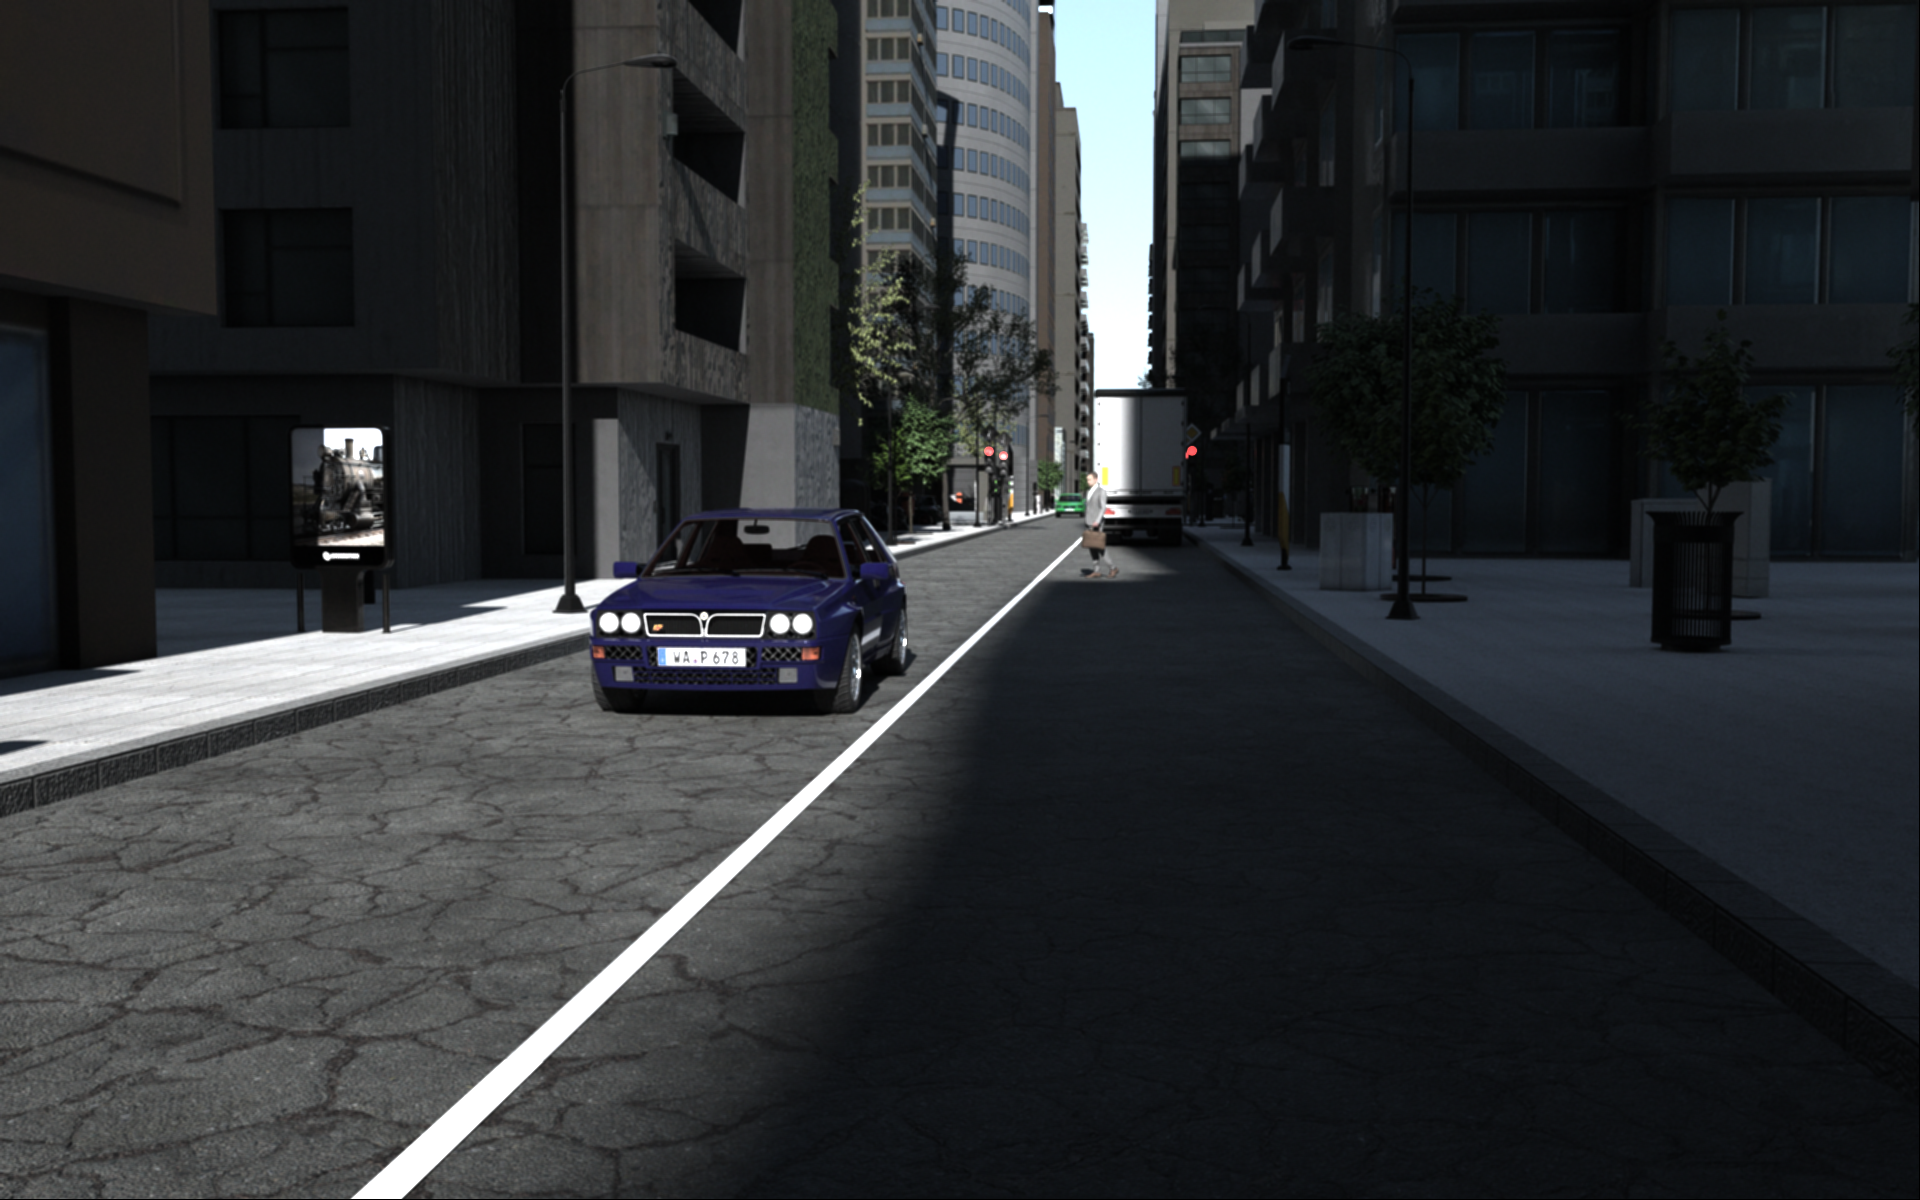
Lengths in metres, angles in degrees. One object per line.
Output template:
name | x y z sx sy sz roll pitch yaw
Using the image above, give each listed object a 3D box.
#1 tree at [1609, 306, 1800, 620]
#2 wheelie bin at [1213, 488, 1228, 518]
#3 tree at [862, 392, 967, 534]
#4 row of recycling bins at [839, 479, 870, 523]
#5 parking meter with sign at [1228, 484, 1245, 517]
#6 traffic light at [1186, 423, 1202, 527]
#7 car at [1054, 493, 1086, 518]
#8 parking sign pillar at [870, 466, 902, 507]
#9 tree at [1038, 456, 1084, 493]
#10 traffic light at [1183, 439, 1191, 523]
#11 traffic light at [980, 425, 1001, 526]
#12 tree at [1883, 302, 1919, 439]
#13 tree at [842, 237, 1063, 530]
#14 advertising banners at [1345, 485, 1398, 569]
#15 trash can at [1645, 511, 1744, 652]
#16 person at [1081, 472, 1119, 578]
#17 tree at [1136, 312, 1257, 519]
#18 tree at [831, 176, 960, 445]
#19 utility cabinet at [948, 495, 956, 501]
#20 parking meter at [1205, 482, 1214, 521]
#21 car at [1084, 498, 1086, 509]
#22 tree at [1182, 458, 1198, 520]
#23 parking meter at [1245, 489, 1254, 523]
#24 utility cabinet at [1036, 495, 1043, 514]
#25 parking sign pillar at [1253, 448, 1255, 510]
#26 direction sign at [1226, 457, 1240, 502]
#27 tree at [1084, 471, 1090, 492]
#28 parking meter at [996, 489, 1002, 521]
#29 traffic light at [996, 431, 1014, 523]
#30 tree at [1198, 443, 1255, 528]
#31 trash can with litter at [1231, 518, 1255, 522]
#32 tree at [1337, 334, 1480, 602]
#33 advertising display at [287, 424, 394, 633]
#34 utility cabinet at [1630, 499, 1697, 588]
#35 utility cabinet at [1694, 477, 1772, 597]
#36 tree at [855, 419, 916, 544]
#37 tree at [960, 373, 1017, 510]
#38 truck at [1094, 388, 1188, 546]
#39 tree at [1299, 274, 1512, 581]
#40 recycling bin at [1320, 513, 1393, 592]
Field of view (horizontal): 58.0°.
tree | 7.830 -1.423 17.876 1.663 3.219 1.824 0 3 0
wheelie bin | 13.800 -5.153 92.157 0.980 1.594 0.693 2 4 32
tree | -1.494 -4.396 55.583 4.285 4.588 4.351 0 3 0
row of recycling bins | -3.066 -2.544 48.706 1.069 1.692 3.534 0 3 0
parking meter with sign | 15.676 -6.078 95.637 1.738 3.016 0.543 2 4 31
traffic light | 9.122 -4.858 68.345 0.839 4.253 0.868 0 4 6
car | 6.802 -5.988 106.706 1.959 1.807 4.718 0 4 5
parking sign pillar | -2.869 -4.880 68.264 1.447 3.967 1.447 0 4 8
tree | 7.336 -9.944 146.295 4.285 4.588 4.351 0 3 0
traffic light | 9.899 -5.344 76.292 0.839 4.253 0.868 0 4 6
traffic light | 1.197 -4.904 69.101 0.839 4.253 0.868 0 4 6
tree | 13.692 -2.351 22.159 4.285 4.588 4.351 0 3 0
tree | -0.407 -7.811 62.129 8.767 10.594 7.601 1 4 9
advertising banners | 7.243 -2.031 29.390 2.074 3.025 0.090 -3 4 -38
trash can | 6.010 -0.157 14.215 0.748 1.137 0.748 0 3 0
person | 2.307 -1.284 29.612 0.853 1.813 0.709 -2 4 -33
tree | 12.322 -9.508 89.867 8.767 10.594 7.601 0 4 6
tree | -3.223 -5.413 38.869 4.737 8.622 4.395 0 3 0
utility cabinet | -0.729 -6.184 112.269 1.020 1.237 0.306 -1 4 -12
parking meter | 11.942 -4.717 82.834 0.399 1.863 0.255 0 4 -5
car | 13.018 -9.511 167.510 2.014 1.417 4.499 0 4 8
tree | 11.704 -5.503 84.575 1.663 3.219 1.824 0 3 0
parking meter | 12.752 -4.154 76.324 0.372 1.533 0.369 0 3 0
utility cabinet | 5.115 -6.151 111.733 0.306 1.237 1.020 1 4 13
parking sign pillar | 17.680 -6.861 100.652 1.447 3.967 1.447 1 4 15
direction sign | 16.527 -6.909 104.958 0.876 3.537 0.379 -1 4 -13
tree | 15.487 -14.699 224.040 4.285 4.588 4.351 0 3 0
parking meter | 1.798 -4.504 82.053 0.372 1.533 0.369 0 3 0
traffic light | 1.974 -5.390 77.048 0.839 4.253 0.868 0 4 6
tree | 10.207 -4.295 64.828 1.663 3.219 1.824 0 3 0
trash can with litter | 13.732 -4.279 81.024 2.233 1.210 1.678 2 4 26
tree | 5.688 -1.617 21.046 1.663 3.219 1.824 0 3 0
advertising display | -5.719 -0.660 16.005 0.974 1.923 0.123 1 4 9
utility cabinet | 9.766 -0.776 23.843 1.020 1.237 0.306 -1 4 -9
utility cabinet | 9.734 -0.803 21.809 0.318 1.500 1.173 0 4 -7
tree | -1.617 -3.067 44.749 1.663 3.219 1.824 0 3 0
tree | 1.094 -9.383 103.768 4.737 8.622 4.395 0 3 0
truck | 5.366 -3.835 51.616 2.839 4.237 11.283 0 4 6
tree | 6.739 -2.591 26.070 4.285 4.588 4.351 0 3 0
recycling bin | 5.313 -0.652 23.219 0.722 1.027 0.722 3 5 45
